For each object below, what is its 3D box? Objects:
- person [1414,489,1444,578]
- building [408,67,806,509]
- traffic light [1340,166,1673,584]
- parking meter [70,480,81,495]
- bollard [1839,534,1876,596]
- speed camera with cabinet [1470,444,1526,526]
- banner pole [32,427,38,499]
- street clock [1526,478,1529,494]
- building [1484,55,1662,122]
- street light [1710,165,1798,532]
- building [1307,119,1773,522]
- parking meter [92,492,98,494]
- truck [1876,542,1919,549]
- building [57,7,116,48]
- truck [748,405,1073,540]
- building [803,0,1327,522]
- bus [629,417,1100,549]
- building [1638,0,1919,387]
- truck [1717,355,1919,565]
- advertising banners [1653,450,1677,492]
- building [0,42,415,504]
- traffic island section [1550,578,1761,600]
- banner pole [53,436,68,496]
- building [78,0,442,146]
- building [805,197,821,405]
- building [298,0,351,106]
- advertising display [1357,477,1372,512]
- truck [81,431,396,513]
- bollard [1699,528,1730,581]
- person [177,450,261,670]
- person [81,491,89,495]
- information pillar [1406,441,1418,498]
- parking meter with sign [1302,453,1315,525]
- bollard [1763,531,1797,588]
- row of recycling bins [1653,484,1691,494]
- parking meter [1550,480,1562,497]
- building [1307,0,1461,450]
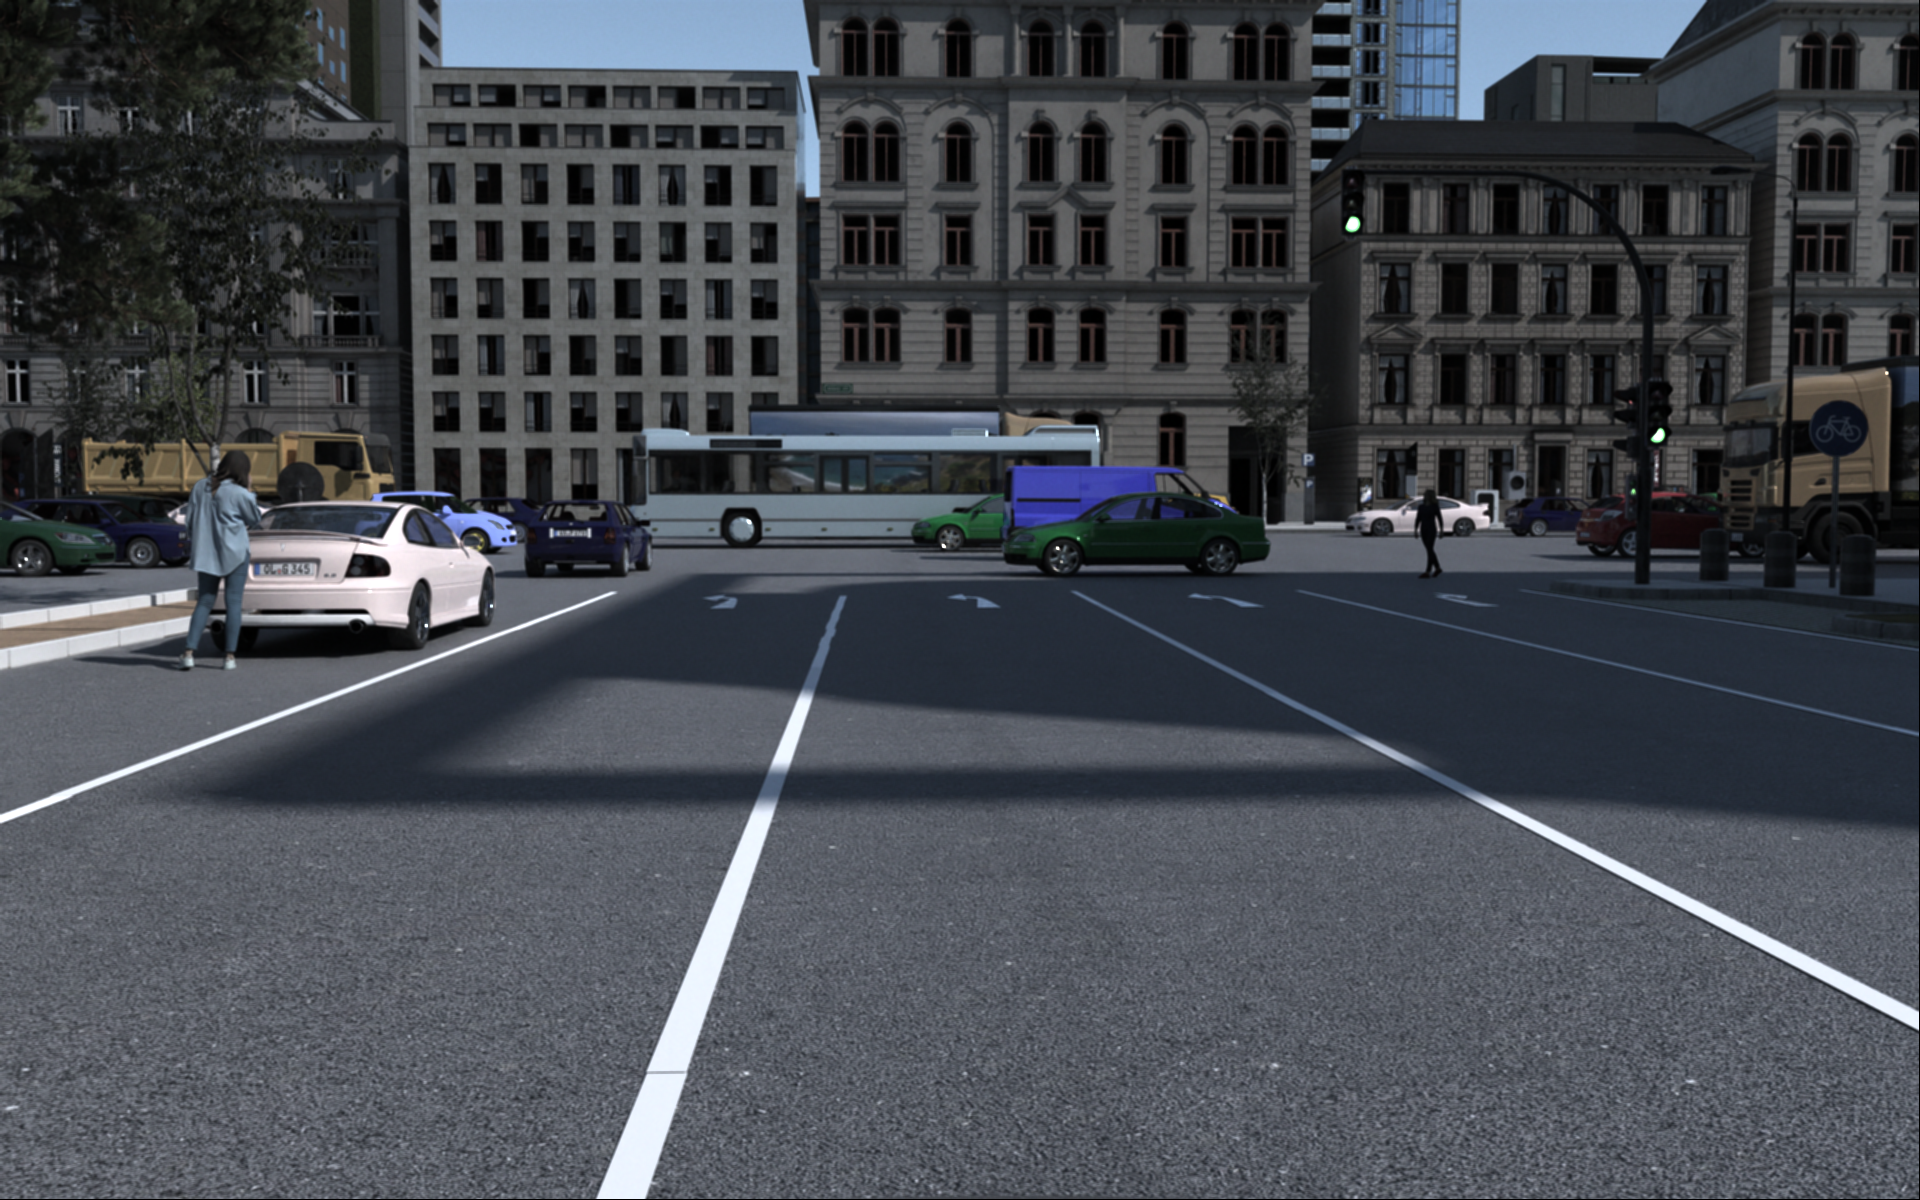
[{"bbox_3d":[8.060,-1.140,29.679,0.480,1.512,0.613,2,4,29],"label":"person"},{"bbox_3d":[-15.883,-13.867,81.470,16.860,20.320,10.420,0,4,-3],"label":"building"},{"bbox_3d":[7.617,-3.040,24.373,4.771,5.953,1.251,0,4,-3],"label":"traffic light"},{"bbox_3d":[-37.333,-4.124,73.145,0.399,1.863,0.255,1,4,14],"label":"parking meter"},{"bbox_3d":[11.380,-0.443,21.954,0.404,0.777,0.398,0,3,0],"label":"bollard"},{"bbox_3d":[21.329,-4.546,68.658,2.038,3.252,0.660,0,4,-1],"label":"speed camera with cabinet"},{"bbox_3d":[-34.526,-4.570,64.735,0.401,3.779,0.863,-2,4,-35],"label":"banner pole"},{"bbox_3d":[24.812,-4.390,76.342,0.358,2.002,0.471,-2,4,-29],"label":"street clock"},{"bbox_3d":[58.899,-29.468,165.403,14.086,41.232,14.154,0,4,-3],"label":"building"},{"bbox_3d":[11.295,-3.188,24.668,1.470,5.913,1.316,0,4,-3],"label":"street light"},{"bbox_3d":[26.820,-13.379,83.374,19.286,19.102,10.561,0,4,-3],"label":"building"},{"bbox_3d":[-35.942,-4.069,72.234,0.255,1.863,0.399,3,5,42],"label":"parking meter"},{"bbox_3d":[27.081,-3.491,45.991,11.283,4.237,2.839,0,4,-1],"label":"truck"},{"bbox_3d":[-82.750,-31.039,157.593,14.200,45.320,14.600,0,4,-3],"label":"building"},{"bbox_3d":[-1.025,-4.077,55.578,11.283,4.237,2.839,0,4,-1],"label":"truck"},{"bbox_3d":[4.498,-18.121,83.663,23.554,28.519,14.401,0,4,-3],"label":"building"},{"bbox_3d":[-2.987,-3.170,46.685,13.247,3.499,2.948,0,4,-3],"label":"bus"},{"bbox_3d":[48.207,-18.275,86.191,23.554,28.519,14.401,0,4,-3],"label":"building"},{"bbox_3d":[21.242,-2.896,36.262,11.283,4.237,2.839,0,4,-1],"label":"truck"},{"bbox_3d":[27.869,-4.419,68.446,2.074,3.025,0.090,-3,5,-41],"label":"advertising banners"},{"bbox_3d":[-36.777,-14.707,82.252,24.055,21.916,13.314,0,4,-3],"label":"building"},{"bbox_3d":[9.743,-0.149,24.724,2.009,0.180,2.903,0,4,-3],"label":"traffic island section"},{"bbox_3d":[-38.633,-5.164,74.449,0.401,3.779,0.863,3,5,39],"label":"banner pole"},{"bbox_3d":[-61.420,-37.489,154.950,28.212,58.520,21.231,0,4,-3],"label":"building"},{"bbox_3d":[-9.837,-36.236,247.088,28.867,44.769,22.147,0,4,-3],"label":"building"},{"bbox_3d":[-53.781,-29.189,127.344,14.600,45.320,14.200,0,4,-3],"label":"building"},{"bbox_3d":[15.494,-3.737,66.310,0.123,1.923,0.974,3,5,41],"label":"advertising display"},{"bbox_3d":[-21.973,-3.566,54.226,9.791,3.379,3.469,0,4,-2],"label":"truck"},{"bbox_3d":[11.209,-0.674,25.730,0.404,0.777,0.398,0,3,0],"label":"bollard"},{"bbox_3d":[-6.067,-0.329,14.149,0.793,1.790,0.793,-2,4,-31],"label":"person"},{"bbox_3d":[-25.556,-2.422,50.567,0.523,1.526,0.387,1,4,17],"label":"person"},{"bbox_3d":[20.008,-5.220,76.703,0.504,3.616,0.183,2,4,30],"label":"information pillar"},{"bbox_3d":[14.802,-4.726,73.528,0.543,3.016,1.738,1,4,9],"label":"parking meter with sign"},{"bbox_3d":[11.296,-0.559,23.851,0.404,0.777,0.398,0,3,0],"label":"bollard"},{"bbox_3d":[31.091,-4.199,75.769,1.069,1.692,3.534,3,4,37],"label":"row of recycling bins"},{"bbox_3d":[24.049,-3.926,69.909,0.399,1.863,0.255,-2,4,-29],"label":"parking meter"},{"bbox_3d":[31.107,-51.405,153.151,22.319,86.520,31.000,0,4,-3],"label":"building"}]
